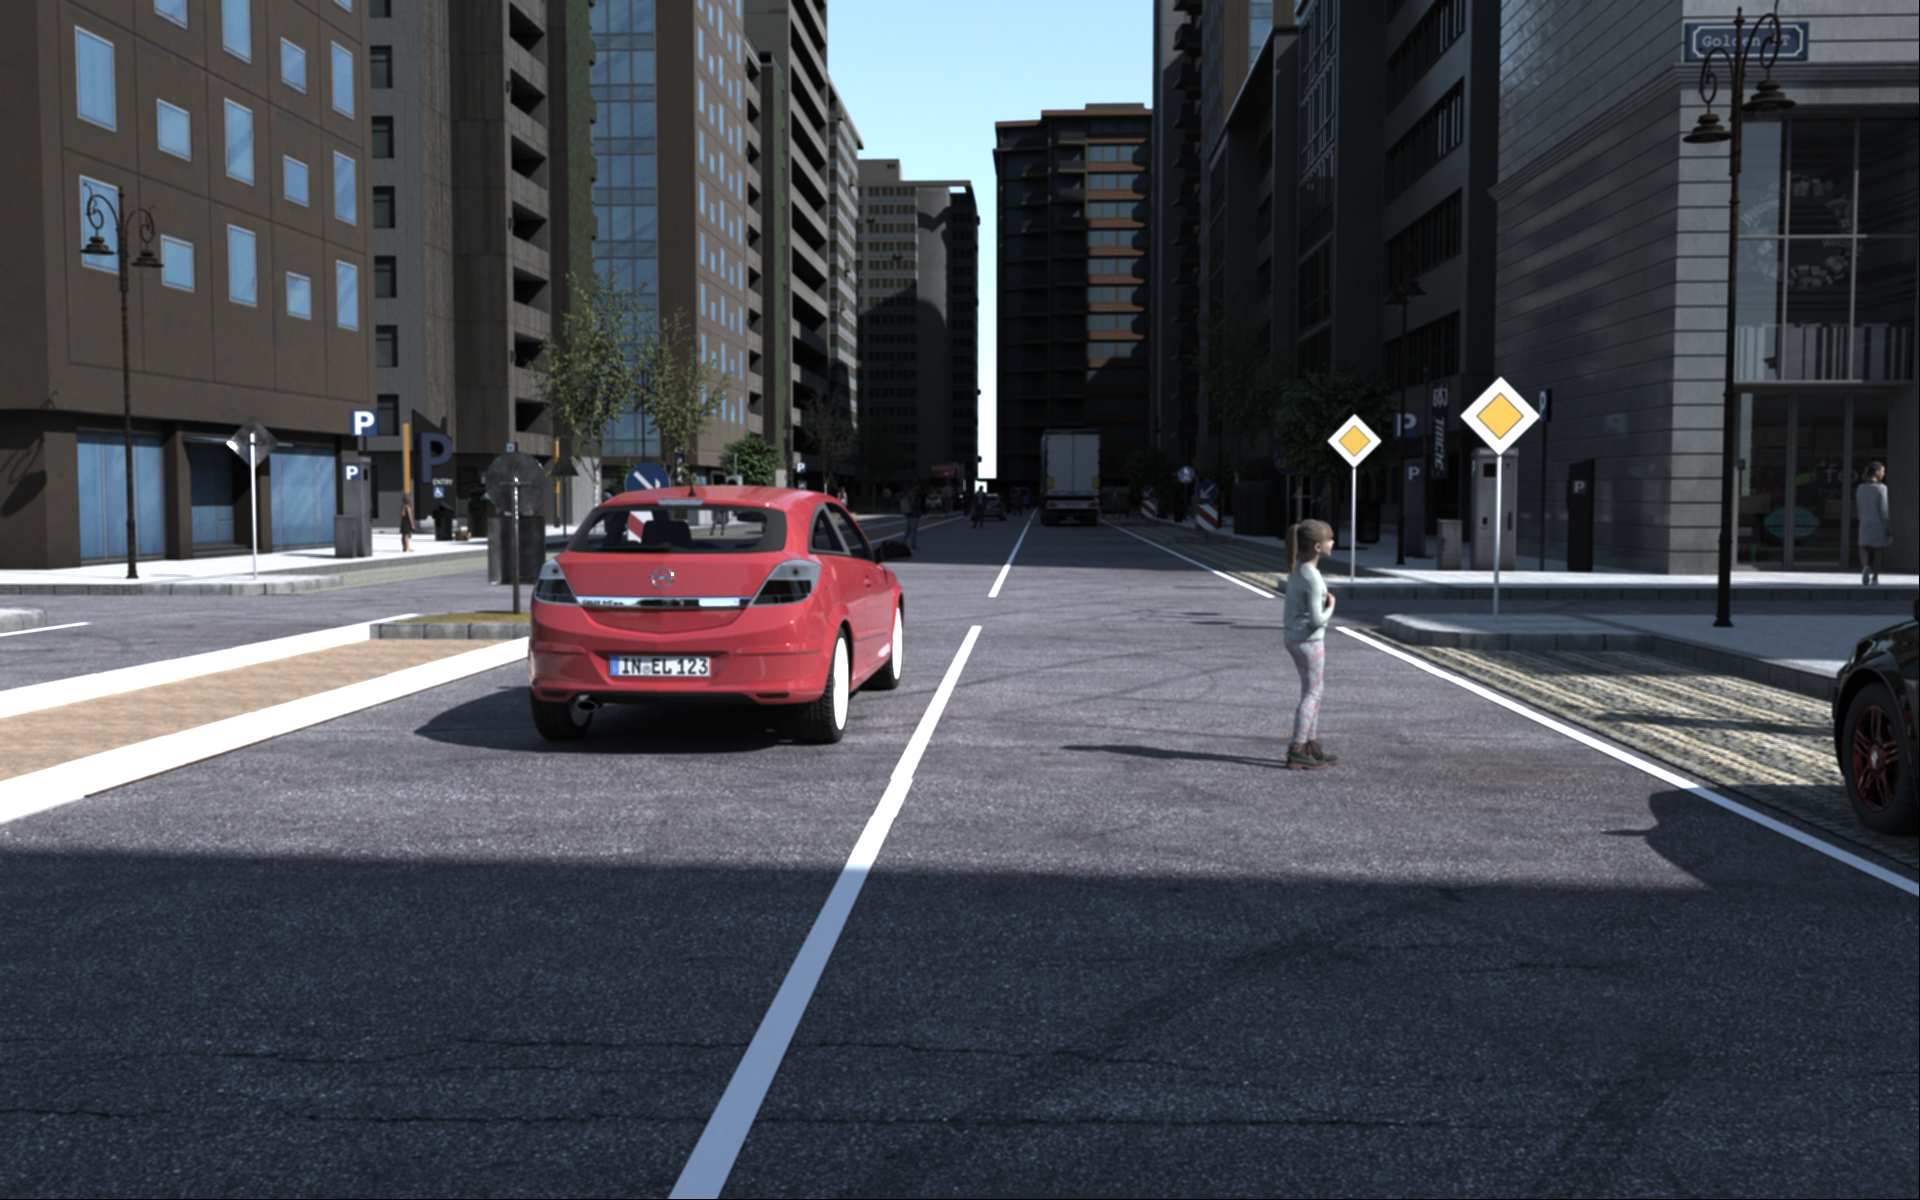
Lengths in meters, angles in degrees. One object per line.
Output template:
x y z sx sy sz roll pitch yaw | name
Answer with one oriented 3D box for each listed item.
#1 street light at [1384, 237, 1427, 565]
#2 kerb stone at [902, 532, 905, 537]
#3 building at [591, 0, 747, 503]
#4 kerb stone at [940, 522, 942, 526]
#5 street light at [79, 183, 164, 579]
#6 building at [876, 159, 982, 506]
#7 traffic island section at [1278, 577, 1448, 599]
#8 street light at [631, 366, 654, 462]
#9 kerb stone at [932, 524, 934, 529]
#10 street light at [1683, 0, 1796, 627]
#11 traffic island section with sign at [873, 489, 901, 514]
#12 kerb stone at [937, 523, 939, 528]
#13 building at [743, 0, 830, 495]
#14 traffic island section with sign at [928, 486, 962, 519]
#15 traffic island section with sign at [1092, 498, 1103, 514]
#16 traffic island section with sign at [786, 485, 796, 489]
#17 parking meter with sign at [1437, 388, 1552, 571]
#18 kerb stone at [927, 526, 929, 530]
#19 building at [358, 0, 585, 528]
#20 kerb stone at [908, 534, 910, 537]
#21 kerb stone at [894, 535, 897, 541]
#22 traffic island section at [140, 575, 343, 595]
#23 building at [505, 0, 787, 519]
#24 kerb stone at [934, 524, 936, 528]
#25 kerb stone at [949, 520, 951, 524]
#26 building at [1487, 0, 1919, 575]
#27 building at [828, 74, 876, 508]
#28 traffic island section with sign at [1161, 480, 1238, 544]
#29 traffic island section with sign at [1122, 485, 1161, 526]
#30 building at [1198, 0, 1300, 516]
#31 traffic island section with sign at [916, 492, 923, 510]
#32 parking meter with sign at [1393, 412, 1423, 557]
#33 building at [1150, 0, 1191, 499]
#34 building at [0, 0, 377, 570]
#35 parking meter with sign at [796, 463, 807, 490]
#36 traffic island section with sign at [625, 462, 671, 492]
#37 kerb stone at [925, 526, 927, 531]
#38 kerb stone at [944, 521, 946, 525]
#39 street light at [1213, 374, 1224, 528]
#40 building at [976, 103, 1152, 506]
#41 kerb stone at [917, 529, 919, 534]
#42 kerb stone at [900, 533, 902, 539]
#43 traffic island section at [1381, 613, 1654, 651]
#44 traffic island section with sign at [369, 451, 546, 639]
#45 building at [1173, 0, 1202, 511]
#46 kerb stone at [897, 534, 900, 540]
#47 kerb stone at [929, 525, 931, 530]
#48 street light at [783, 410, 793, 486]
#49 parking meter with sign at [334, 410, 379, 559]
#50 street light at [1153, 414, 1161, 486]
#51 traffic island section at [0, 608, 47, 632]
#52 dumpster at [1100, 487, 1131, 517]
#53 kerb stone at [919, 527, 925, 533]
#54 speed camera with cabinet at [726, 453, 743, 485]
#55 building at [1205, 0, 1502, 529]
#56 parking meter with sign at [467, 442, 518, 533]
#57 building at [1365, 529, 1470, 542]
8.033 -3.585 31.406 0.468 5.910 1.993 0 4 3 | street light
-1.938 -2.022 55.256 0.120 0.150 1.000 0 4 3 | kerb stone
-19.471 -26.998 91.532 14.600 45.320 14.200 0 4 3 | building
-0.992 -3.210 74.684 0.120 0.150 1.000 0 4 3 | kerb stone
-12.580 -3.263 26.146 0.468 5.910 1.993 0 4 3 | street light
-9.753 -31.289 203.461 23.993 40.220 32.217 0 4 3 | building
5.742 -0.176 25.152 2.009 0.180 2.903 0 4 3 | traffic island section
-10.964 -5.335 60.014 0.468 5.910 1.993 0 4 3 | street light
-1.238 -2.898 69.574 0.120 0.150 1.000 0 4 3 | kerb stone
7.392 -2.680 16.600 0.468 5.910 1.993 0 4 3 | street light
-5.345 -7.275 127.566 1.989 1.847 2.006 0 4 3 | traffic island section with sign
-1.095 -3.080 72.642 0.120 0.150 1.000 0 4 3 | kerb stone
-21.444 -30.710 125.810 21.300 48.544 21.600 0 4 3 | building
-0.803 -5.640 100.352 2.006 1.907 1.989 0 4 3 | traffic island section with sign
10.652 -7.227 126.789 1.989 1.847 2.006 0 4 3 | traffic island section with sign
-7.709 -4.291 78.783 1.989 1.847 2.006 0 4 3 | traffic island section with sign
8.896 -1.997 28.910 1.738 3.016 0.543 0 4 5 | parking meter with sign
-1.384 -2.706 66.502 0.120 0.150 1.000 0 4 3 | kerb stone
-23.371 -18.247 70.034 14.160 30.474 14.107 0 4 3 | building
-1.842 -2.147 57.300 0.120 0.150 1.000 0 4 3 | kerb stone
-2.077 -1.835 52.189 0.120 0.150 1.000 0 4 3 | kerb stone
-10.581 -0.224 25.941 2.009 0.180 2.903 0 4 3 | traffic island section
-18.915 -20.593 108.399 14.160 30.474 14.107 0 4 3 | building
-1.191 -2.960 70.596 0.120 0.150 1.000 0 4 3 | kerb stone
-0.647 -3.648 81.840 0.120 0.150 1.000 0 4 3 | kerb stone
26.179 -15.514 31.152 29.804 29.767 11.434 0 4 3 | building
-21.536 -28.578 159.137 23.993 40.220 32.217 0 4 3 | building
6.949 -2.531 50.002 1.989 1.847 2.006 0 4 3 | traffic island section with sign
8.272 -4.216 77.553 1.989 1.847 2.006 0 4 3 | traffic island section with sign
22.589 -28.007 108.019 14.600 45.320 14.200 0 4 3 | building
-4.018 -8.953 155.008 1.989 1.847 2.006 0 4 3 | traffic island section with sign
9.388 -2.437 36.098 0.543 3.016 1.738 0 4 7 | parking meter with sign
27.978 -37.639 157.395 21.231 58.520 28.212 0 4 3 | building
-21.629 -23.533 34.875 14.600 45.320 14.200 0 4 3 | building
-8.789 -6.144 96.721 0.543 3.016 1.738 0 4 1 | parking meter with sign
-4.410 -1.050 25.300 2.006 1.907 1.989 0 4 3 | traffic island section with sign
-1.443 -2.640 65.480 0.120 0.150 1.000 0 4 3 | kerb stone
-0.846 -3.393 77.748 0.120 0.150 1.000 0 4 3 | kerb stone
9.774 -5.647 65.113 0.468 5.910 1.993 0 4 3 | street light
16.674 -33.171 196.975 28.867 44.769 22.147 0 4 3 | building
-1.633 -2.393 61.390 0.120 0.150 1.000 0 4 3 | kerb stone
-1.984 -1.960 54.234 0.120 0.150 1.000 0 4 3 | kerb stone
5.357 0.312 17.176 2.009 0.180 2.903 0 4 3 | traffic island section
-4.776 -0.597 17.902 2.006 1.907 1.989 0 4 3 | traffic island section with sign
27.333 -29.034 129.326 22.147 44.769 28.867 0 4 3 | building
-2.030 -1.895 53.212 0.120 0.150 1.000 0 4 3 | kerb stone
-1.338 -2.773 67.528 0.120 0.150 1.000 0 4 3 | kerb stone
-9.300 -7.397 93.725 0.468 5.910 1.993 0 4 3 | street light
-12.284 -2.380 35.177 0.543 3.016 1.738 0 4 -5 | parking meter with sign
11.309 -7.748 99.469 0.468 5.910 1.993 0 4 3 | street light
-10.965 0.264 17.965 2.009 0.180 2.903 0 4 3 | traffic island section
9.495 -5.964 105.731 1.865 1.857 1.264 0 4 4 | dumpster
-1.487 -2.585 64.458 0.120 0.150 1.000 0 4 3 | kerb stone
-11.618 -5.495 84.175 2.038 3.252 0.660 1 4 14 | speed camera with cabinet
20.433 -16.211 84.121 14.314 24.678 30.058 0 4 3 | building
-15.637 -3.767 57.850 0.543 3.016 1.738 3 4 39 | parking meter with sign
19.579 -14.370 54.013 14.314 24.678 30.058 0 4 3 | building
